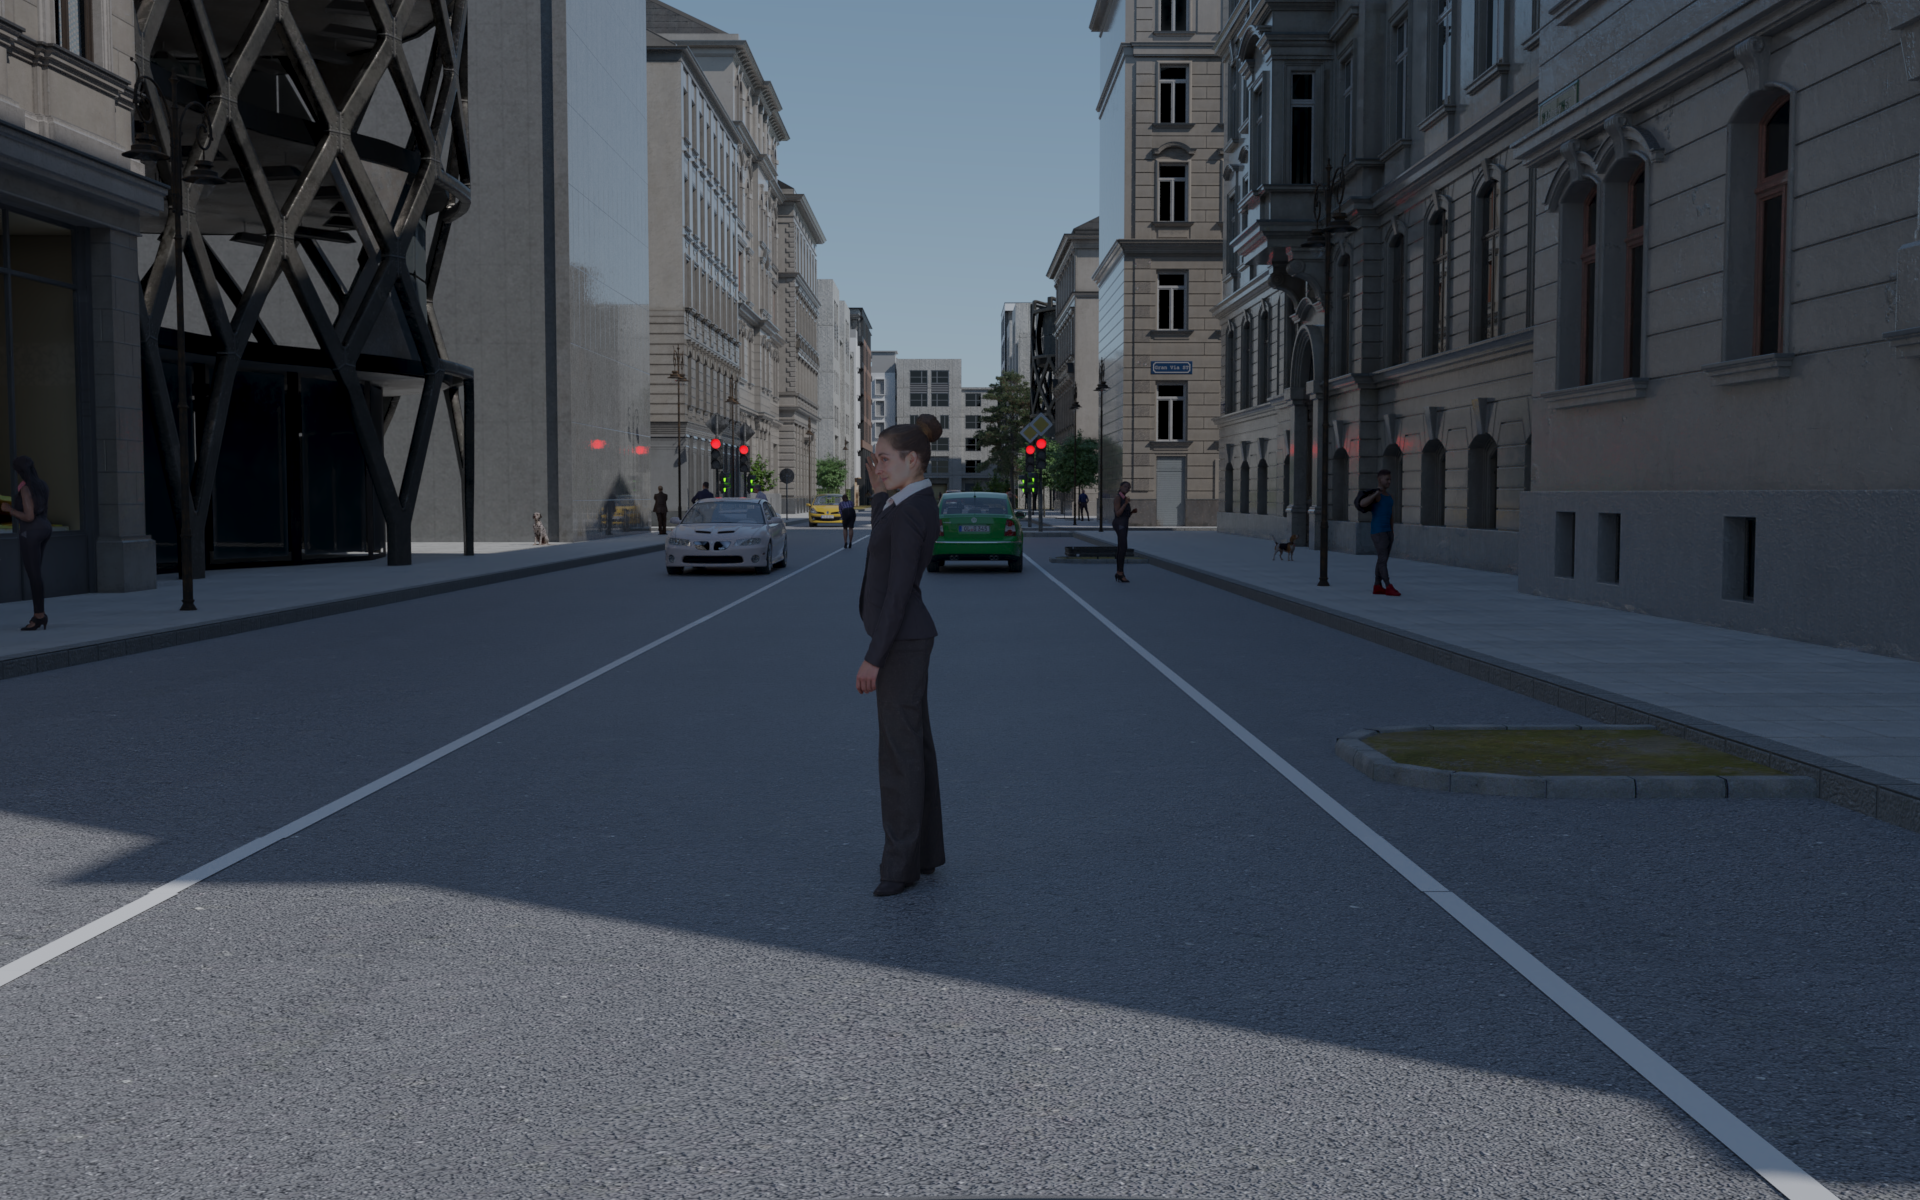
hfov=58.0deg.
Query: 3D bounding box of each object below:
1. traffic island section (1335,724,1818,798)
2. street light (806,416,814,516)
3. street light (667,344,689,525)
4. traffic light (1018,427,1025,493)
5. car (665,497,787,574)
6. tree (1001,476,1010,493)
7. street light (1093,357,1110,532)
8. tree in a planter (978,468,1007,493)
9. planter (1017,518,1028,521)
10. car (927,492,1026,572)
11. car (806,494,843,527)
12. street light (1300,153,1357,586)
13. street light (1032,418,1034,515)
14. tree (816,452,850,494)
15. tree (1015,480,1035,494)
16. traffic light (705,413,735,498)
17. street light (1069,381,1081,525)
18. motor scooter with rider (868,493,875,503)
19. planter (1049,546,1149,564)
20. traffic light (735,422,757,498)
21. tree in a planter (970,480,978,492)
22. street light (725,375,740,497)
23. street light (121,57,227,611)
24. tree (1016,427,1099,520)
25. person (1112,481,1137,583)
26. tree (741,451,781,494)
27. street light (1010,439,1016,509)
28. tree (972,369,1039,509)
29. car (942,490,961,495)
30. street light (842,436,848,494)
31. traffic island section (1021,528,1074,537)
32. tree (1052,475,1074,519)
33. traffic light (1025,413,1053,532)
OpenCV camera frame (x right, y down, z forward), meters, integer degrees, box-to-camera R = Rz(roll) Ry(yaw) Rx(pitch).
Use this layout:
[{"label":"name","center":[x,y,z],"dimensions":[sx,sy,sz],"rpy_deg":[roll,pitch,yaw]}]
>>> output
[{"label":"traffic island section","center":[3.058,0.839,9.149],"dimensions":[1.991,0.108,1.994],"rpy_deg":[0,4,0]},{"label":"street light","center":[-8.933,-7.960,102.941],"dimensions":[0.468,5.910,1.993],"rpy_deg":[0,4,0]},{"label":"street light","center":[-8.681,-4.939,53.538],"dimensions":[0.468,5.910,1.993],"rpy_deg":[0,4,0]},{"label":"traffic light","center":[2.682,-4.751,66.916],"dimensions":[0.839,4.213,0.868],"rpy_deg":[0,4,0]},{"label":"car","center":[-4.310,-1.227,32.431],"dimensions":[2.083,1.381,4.827],"rpy_deg":[0,3,0]},{"label":"tree","center":[4.195,-9.844,155.549],"dimensions":[1.663,3.219,1.824],"rpy_deg":[0,3,0]},{"label":"street light","center":[4.784,-5.247,58.578],"dimensions":[0.468,5.910,1.993],"rpy_deg":[0,4,0]},{"label":"tree in a planter","center":[2.419,-7.475,119.445],"dimensions":[1.991,3.239,1.994],"rpy_deg":[0,4,0]},{"label":"planter","center":[2.580,-4.315,91.687],"dimensions":[1.991,0.319,1.994],"rpy_deg":[0,4,0]},{"label":"car","center":[0.297,-1.488,33.125],"dimensions":[1.959,1.807,4.718],"rpy_deg":[0,4,1]},{"label":"car","center":[-5.741,-4.044,76.337],"dimensions":[2.015,1.641,3.980],"rpy_deg":[0,4,-1]},{"label":"street light","center":[5.072,-3.131,23.987],"dimensions":[0.468,5.910,1.993],"rpy_deg":[0,4,0]},{"label":"street light","center":[4.475,-8.140,105.880],"dimensions":[0.468,5.910,1.993],"rpy_deg":[0,4,0]},{"label":"tree","center":[-10.116,-9.213,134.351],"dimensions":[4.285,4.588,4.351],"rpy_deg":[0,3,0]},{"label":"tree","center":[4.679,-7.383,115.318],"dimensions":[1.663,3.219,1.824],"rpy_deg":[0,3,0]},{"label":"traffic light","center":[-8.232,-4.257,58.852],"dimensions":[0.839,4.213,0.868],"rpy_deg":[0,4,0]},{"label":"street light","center":[4.740,-6.025,71.288],"dimensions":[0.468,5.910,1.993],"rpy_deg":[0,4,0]},{"label":"motor scooter with rider","center":[-4.025,-4.535,83.116],"dimensions":[0.876,1.779,1.986],"rpy_deg":[0,4,-2]},{"label":"planter","center":[2.896,-0.948,36.640],"dimensions":[1.991,0.319,1.994],"rpy_deg":[0,4,0]},{"label":"traffic light","center":[-8.279,-4.746,66.837],"dimensions":[0.839,4.213,0.868],"rpy_deg":[0,4,0]},{"label":"tree in a planter","center":[1.976,-12.139,195.696],"dimensions":[1.991,3.239,1.994],"rpy_deg":[0,4,0]},{"label":"street light","center":[-8.818,-5.781,67.314],"dimensions":[0.468,5.910,1.993],"rpy_deg":[0,4,0]},{"label":"street light","center":[-8.520,-2.823,18.946],"dimensions":[0.468,5.910,1.993],"rpy_deg":[0,4,0]},{"label":"tree","center":[5.917,-6.190,84.928],"dimensions":[4.285,4.588,4.351],"rpy_deg":[0,3,0]},{"label":"person","center":[2.702,-1.118,28.244],"dimensions":[0.415,1.643,0.593],"rpy_deg":[-1,4,-22]},{"label":"tree","center":[-8.883,-4.956,75.629],"dimensions":[1.663,3.219,1.824],"rpy_deg":[0,3,0]},{"label":"street light","center":[4.321,-10.299,141.176],"dimensions":[0.468,5.910,1.993],"rpy_deg":[0,4,0]},{"label":"tree","center":[4.481,-13.880,148.989],"dimensions":[6.751,12.117,7.091],"rpy_deg":[0,3,0]},{"label":"car","center":[-0.605,-9.555,164.900],"dimensions":[2.281,1.827,5.304],"rpy_deg":[0,4,0]},{"label":"street light","center":[-9.148,-10.130,138.418],"dimensions":[0.468,5.910,1.993],"rpy_deg":[0,4,0]},{"label":"traffic island section","center":[2.769,-2.249,59.044],"dimensions":[2.009,0.180,2.903],"rpy_deg":[0,4,0]},{"label":"tree","center":[5.371,-5.839,90.061],"dimensions":[1.663,3.219,1.824],"rpy_deg":[0,3,0]},{"label":"traffic light","center":[2.729,-4.262,58.931],"dimensions":[0.839,4.213,0.868],"rpy_deg":[0,4,0]}]
